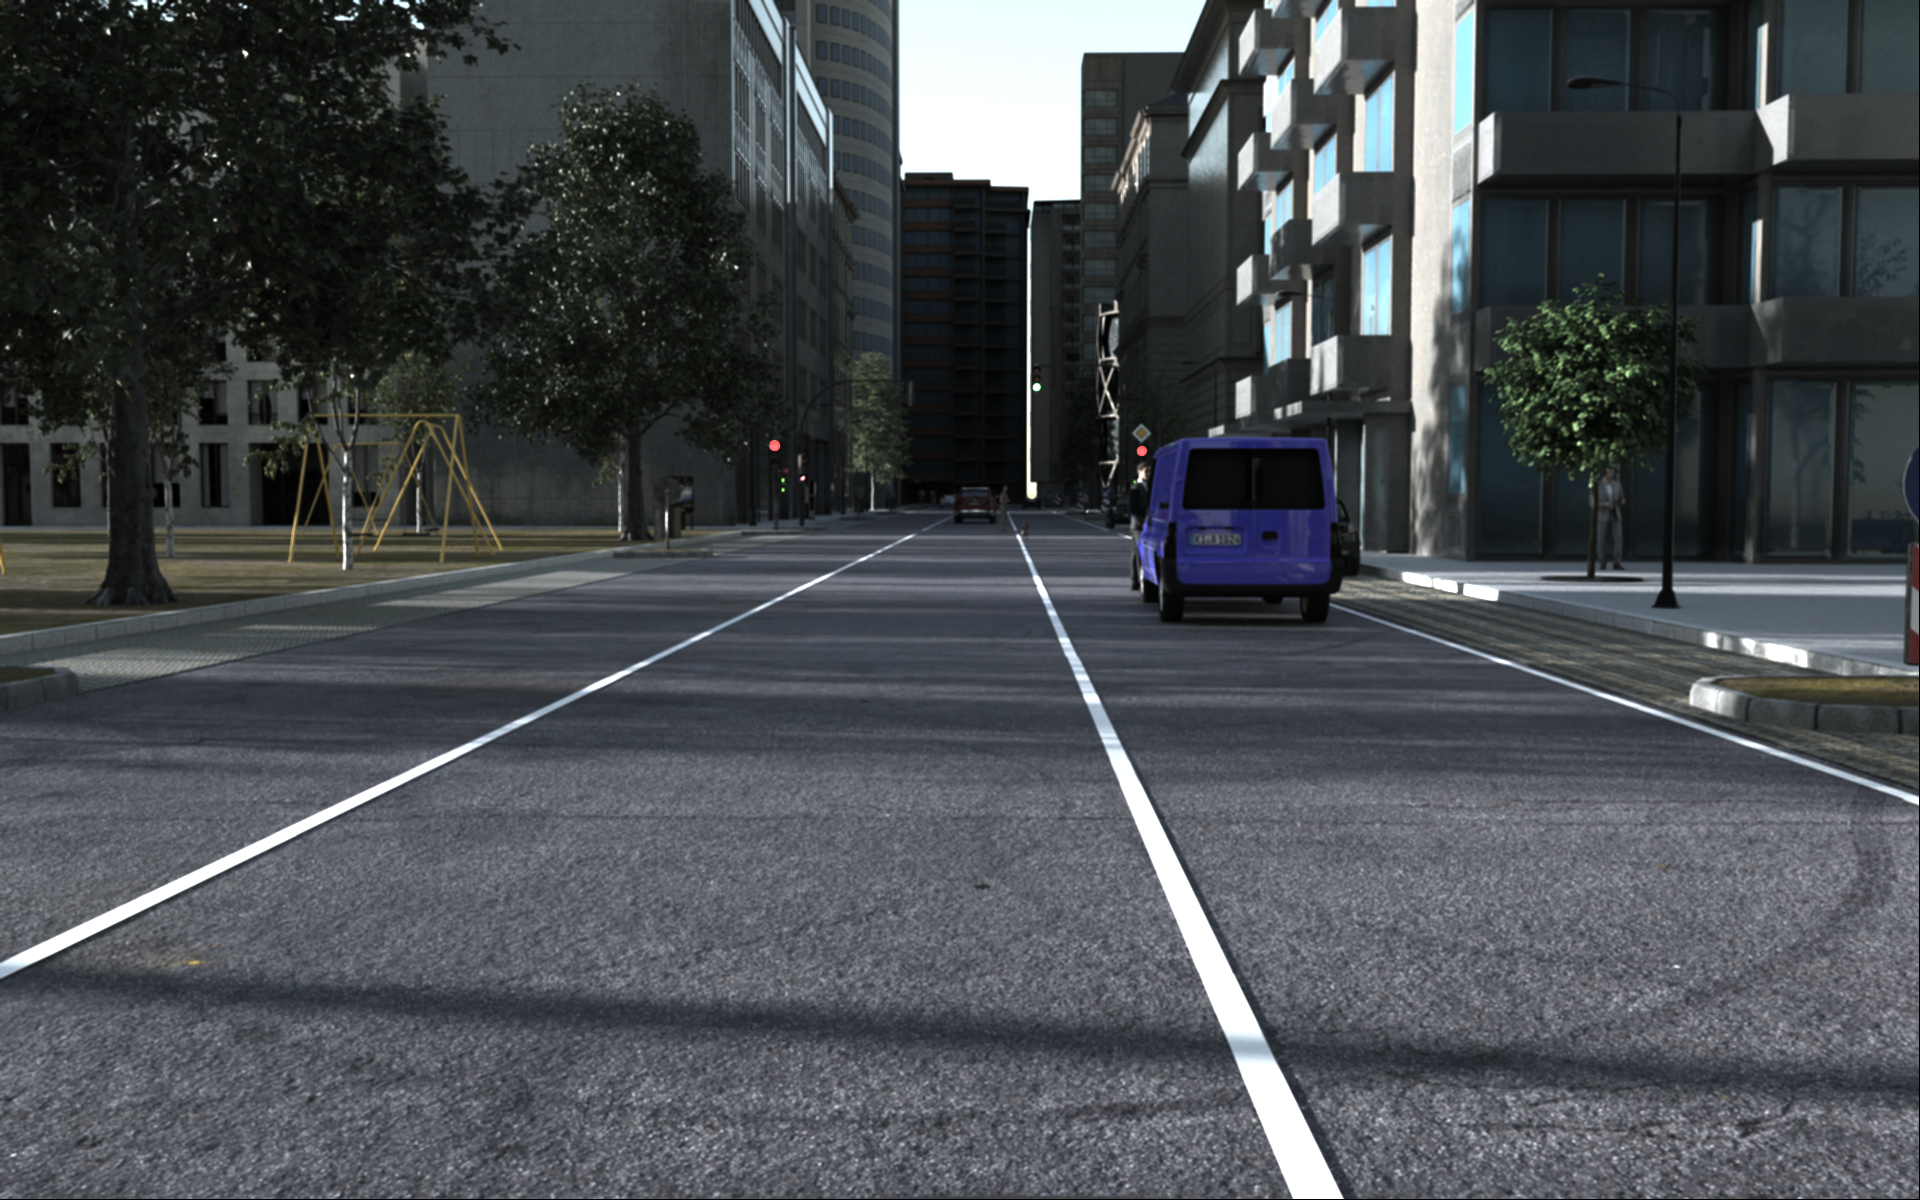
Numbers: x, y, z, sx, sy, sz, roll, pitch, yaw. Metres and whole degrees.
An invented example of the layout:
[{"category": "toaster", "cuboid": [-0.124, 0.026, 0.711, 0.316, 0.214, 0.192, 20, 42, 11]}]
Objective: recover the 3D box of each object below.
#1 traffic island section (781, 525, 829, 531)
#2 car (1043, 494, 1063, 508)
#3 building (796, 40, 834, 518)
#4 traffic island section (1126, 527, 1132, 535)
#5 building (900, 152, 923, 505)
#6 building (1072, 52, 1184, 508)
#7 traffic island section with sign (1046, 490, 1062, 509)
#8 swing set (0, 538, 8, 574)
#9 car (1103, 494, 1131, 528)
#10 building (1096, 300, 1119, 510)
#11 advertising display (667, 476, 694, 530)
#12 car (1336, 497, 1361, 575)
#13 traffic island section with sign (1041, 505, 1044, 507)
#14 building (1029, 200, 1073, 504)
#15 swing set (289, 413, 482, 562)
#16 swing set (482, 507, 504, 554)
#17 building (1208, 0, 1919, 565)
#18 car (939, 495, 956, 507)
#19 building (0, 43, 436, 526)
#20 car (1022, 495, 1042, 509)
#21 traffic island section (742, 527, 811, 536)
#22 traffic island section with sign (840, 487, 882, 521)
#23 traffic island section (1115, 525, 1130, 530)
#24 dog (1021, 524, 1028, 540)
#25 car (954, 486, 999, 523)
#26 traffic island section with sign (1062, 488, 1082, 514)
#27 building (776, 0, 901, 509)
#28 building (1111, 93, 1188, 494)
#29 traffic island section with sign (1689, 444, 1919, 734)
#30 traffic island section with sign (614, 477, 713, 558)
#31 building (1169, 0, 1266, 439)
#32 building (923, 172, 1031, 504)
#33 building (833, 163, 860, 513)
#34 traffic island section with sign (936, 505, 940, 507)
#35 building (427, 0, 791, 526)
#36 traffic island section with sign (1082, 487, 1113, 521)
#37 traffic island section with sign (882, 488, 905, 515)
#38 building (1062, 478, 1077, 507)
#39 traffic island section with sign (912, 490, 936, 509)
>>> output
[{"category": "traffic island section", "cuboid": [-6.330, -2.867, 69.155, 2.009, 0.180, 2.903, 0, 4, 1]}, {"category": "car", "cuboid": [9.387, -9.922, 174.233, 2.014, 1.417, 4.499, 0, 4, 0]}, {"category": "building", "cuboid": [-14.110, -17.131, 98.118, 12.078, 24.808, 19.932, 0, 4, 1]}, {"category": "traffic island section", "cuboid": [7.027, -2.360, 60.862, 2.009, 0.180, 2.903, 0, 4, 1]}, {"category": "building", "cuboid": [-19.744, -33.923, 209.261, 28.867, 44.769, 22.147, 0, 4, 1]}, {"category": "building", "cuboid": [18.327, -29.391, 164.137, 14.154, 41.232, 14.086, 0, 4, 1]}, {"category": "traffic island section with sign", "cuboid": [9.512, -9.905, 170.573, 1.989, 1.847, 2.006, 0, 4, 1]}, {"category": "swing set", "cuboid": [-16.568, -1.740, 26.072, 3.119, 2.851, 2.862, -1, 4, -11]}, {"category": "car", "cuboid": [7.125, -3.907, 73.663, 2.009, 1.686, 4.222, 0, 4, 2]}, {"category": "building", "cuboid": [19.042, -16.394, 135.489, 16.820, 18.784, 16.811, 0, 4, 1]}, {"category": "advertising display", "cuboid": [-10.064, -3.488, 62.240, 0.974, 1.923, 0.123, 0, 4, -2]}, {"category": "car", "cuboid": [6.174, -1.344, 31.766, 2.009, 1.686, 4.222, 0, 4, 2]}, {"category": "traffic island section with sign", "cuboid": [10.134, -11.564, 197.705, 1.989, 1.847, 2.006, 0, 4, 1]}, {"category": "building", "cuboid": [16.499, -33.635, 233.529, 14.086, 41.232, 14.154, 0, 4, 1]}, {"category": "swing set", "cuboid": [-11.342, -2.218, 33.889, 3.119, 2.851, 2.862, 0, 4, -2]}, {"category": "swing set", "cuboid": [-11.597, -2.467, 37.955, 2.862, 2.851, 3.119, -1, 4, -11]}, {"category": "building", "cuboid": [19.420, -25.956, 43.987, 23.786, 49.044, 30.456, 0, 4, 1]}, {"category": "car", "cuboid": [-1.177, -10.658, 186.614, 2.083, 1.381, 4.827, 0, 4, 2]}, {"category": "building", "cuboid": [-30.538, -13.385, 73.602, 16.860, 20.320, 10.420, 0, 4, 1]}, {"category": "car", "cuboid": [6.987, -9.549, 168.711, 1.945, 1.354, 3.894, 0, 4, 2]}, {"category": "traffic island section", "cuboid": [-6.510, -2.379, 61.172, 2.009, 0.180, 2.903, 0, 4, 1]}, {"category": "traffic island section with sign", "cuboid": [-5.446, -5.221, 93.983, 1.989, 1.847, 2.006, 0, 4, 1]}, {"category": "traffic island section", "cuboid": [7.208, -2.848, 68.845, 2.009, 0.180, 2.903, 0, 4, 1]}, {"category": "dog", "cuboid": [2.048, -2.142, 54.313, 0.406, 0.507, 0.540, -3, 5, -43]}, {"category": "car", "cuboid": [0.791, -4.737, 86.120, 2.281, 1.827, 5.304, 0, 4, 2]}, {"category": "traffic island section with sign", "cuboid": [8.423, -6.924, 121.840, 1.989, 1.847, 2.006, 0, 4, 1]}, {"category": "building", "cuboid": [-16.742, -37.649, 157.558, 21.231, 58.520, 28.212, 0, 4, 1]}, {"category": "building", "cuboid": [16.384, -19.010, 108.079, 12.463, 27.353, 25.104, 0, 4, 1]}, {"category": "traffic island section with sign", "cuboid": [5.913, -0.157, 11.202, 1.989, 1.847, 2.006, 0, 4, 1]}, {"category": "traffic island section with sign", "cuboid": [-6.676, -1.877, 39.324, 1.989, 1.847, 2.006, 0, 4, 1]}, {"category": "building", "cuboid": [24.880, -14.794, 75.167, 30.059, 22.955, 16.112, 0, 4, 1]}, {"category": "building", "cuboid": [-4.870, -35.705, 238.399, 28.867, 44.769, 22.147, 0, 4, 1]}, {"category": "building", "cuboid": [-14.101, -19.771, 120.522, 12.463, 27.353, 25.104, 0, 4, 1]}, {"category": "traffic island section with sign", "cuboid": [-3.081, -11.605, 198.376, 1.989, 1.847, 2.006, 0, 4, 1]}, {"category": "building", "cuboid": [-14.716, -15.915, 78.231, 12.078, 24.808, 19.932, 0, 4, 1]}, {"category": "traffic island section with sign", "cuboid": [7.762, -5.187, 93.437, 1.989, 1.847, 2.006, 0, 4, 1]}, {"category": "traffic island section with sign", "cuboid": [-4.832, -6.869, 120.931, 1.989, 1.847, 2.006, 0, 4, 1]}, {"category": "building", "cuboid": [28.699, -31.519, 207.209, 32.217, 40.220, 23.993, 0, 4, 1]}, {"category": "traffic island section with sign", "cuboid": [-3.693, -9.924, 170.881, 1.989, 1.847, 2.006, 0, 4, 1]}]
